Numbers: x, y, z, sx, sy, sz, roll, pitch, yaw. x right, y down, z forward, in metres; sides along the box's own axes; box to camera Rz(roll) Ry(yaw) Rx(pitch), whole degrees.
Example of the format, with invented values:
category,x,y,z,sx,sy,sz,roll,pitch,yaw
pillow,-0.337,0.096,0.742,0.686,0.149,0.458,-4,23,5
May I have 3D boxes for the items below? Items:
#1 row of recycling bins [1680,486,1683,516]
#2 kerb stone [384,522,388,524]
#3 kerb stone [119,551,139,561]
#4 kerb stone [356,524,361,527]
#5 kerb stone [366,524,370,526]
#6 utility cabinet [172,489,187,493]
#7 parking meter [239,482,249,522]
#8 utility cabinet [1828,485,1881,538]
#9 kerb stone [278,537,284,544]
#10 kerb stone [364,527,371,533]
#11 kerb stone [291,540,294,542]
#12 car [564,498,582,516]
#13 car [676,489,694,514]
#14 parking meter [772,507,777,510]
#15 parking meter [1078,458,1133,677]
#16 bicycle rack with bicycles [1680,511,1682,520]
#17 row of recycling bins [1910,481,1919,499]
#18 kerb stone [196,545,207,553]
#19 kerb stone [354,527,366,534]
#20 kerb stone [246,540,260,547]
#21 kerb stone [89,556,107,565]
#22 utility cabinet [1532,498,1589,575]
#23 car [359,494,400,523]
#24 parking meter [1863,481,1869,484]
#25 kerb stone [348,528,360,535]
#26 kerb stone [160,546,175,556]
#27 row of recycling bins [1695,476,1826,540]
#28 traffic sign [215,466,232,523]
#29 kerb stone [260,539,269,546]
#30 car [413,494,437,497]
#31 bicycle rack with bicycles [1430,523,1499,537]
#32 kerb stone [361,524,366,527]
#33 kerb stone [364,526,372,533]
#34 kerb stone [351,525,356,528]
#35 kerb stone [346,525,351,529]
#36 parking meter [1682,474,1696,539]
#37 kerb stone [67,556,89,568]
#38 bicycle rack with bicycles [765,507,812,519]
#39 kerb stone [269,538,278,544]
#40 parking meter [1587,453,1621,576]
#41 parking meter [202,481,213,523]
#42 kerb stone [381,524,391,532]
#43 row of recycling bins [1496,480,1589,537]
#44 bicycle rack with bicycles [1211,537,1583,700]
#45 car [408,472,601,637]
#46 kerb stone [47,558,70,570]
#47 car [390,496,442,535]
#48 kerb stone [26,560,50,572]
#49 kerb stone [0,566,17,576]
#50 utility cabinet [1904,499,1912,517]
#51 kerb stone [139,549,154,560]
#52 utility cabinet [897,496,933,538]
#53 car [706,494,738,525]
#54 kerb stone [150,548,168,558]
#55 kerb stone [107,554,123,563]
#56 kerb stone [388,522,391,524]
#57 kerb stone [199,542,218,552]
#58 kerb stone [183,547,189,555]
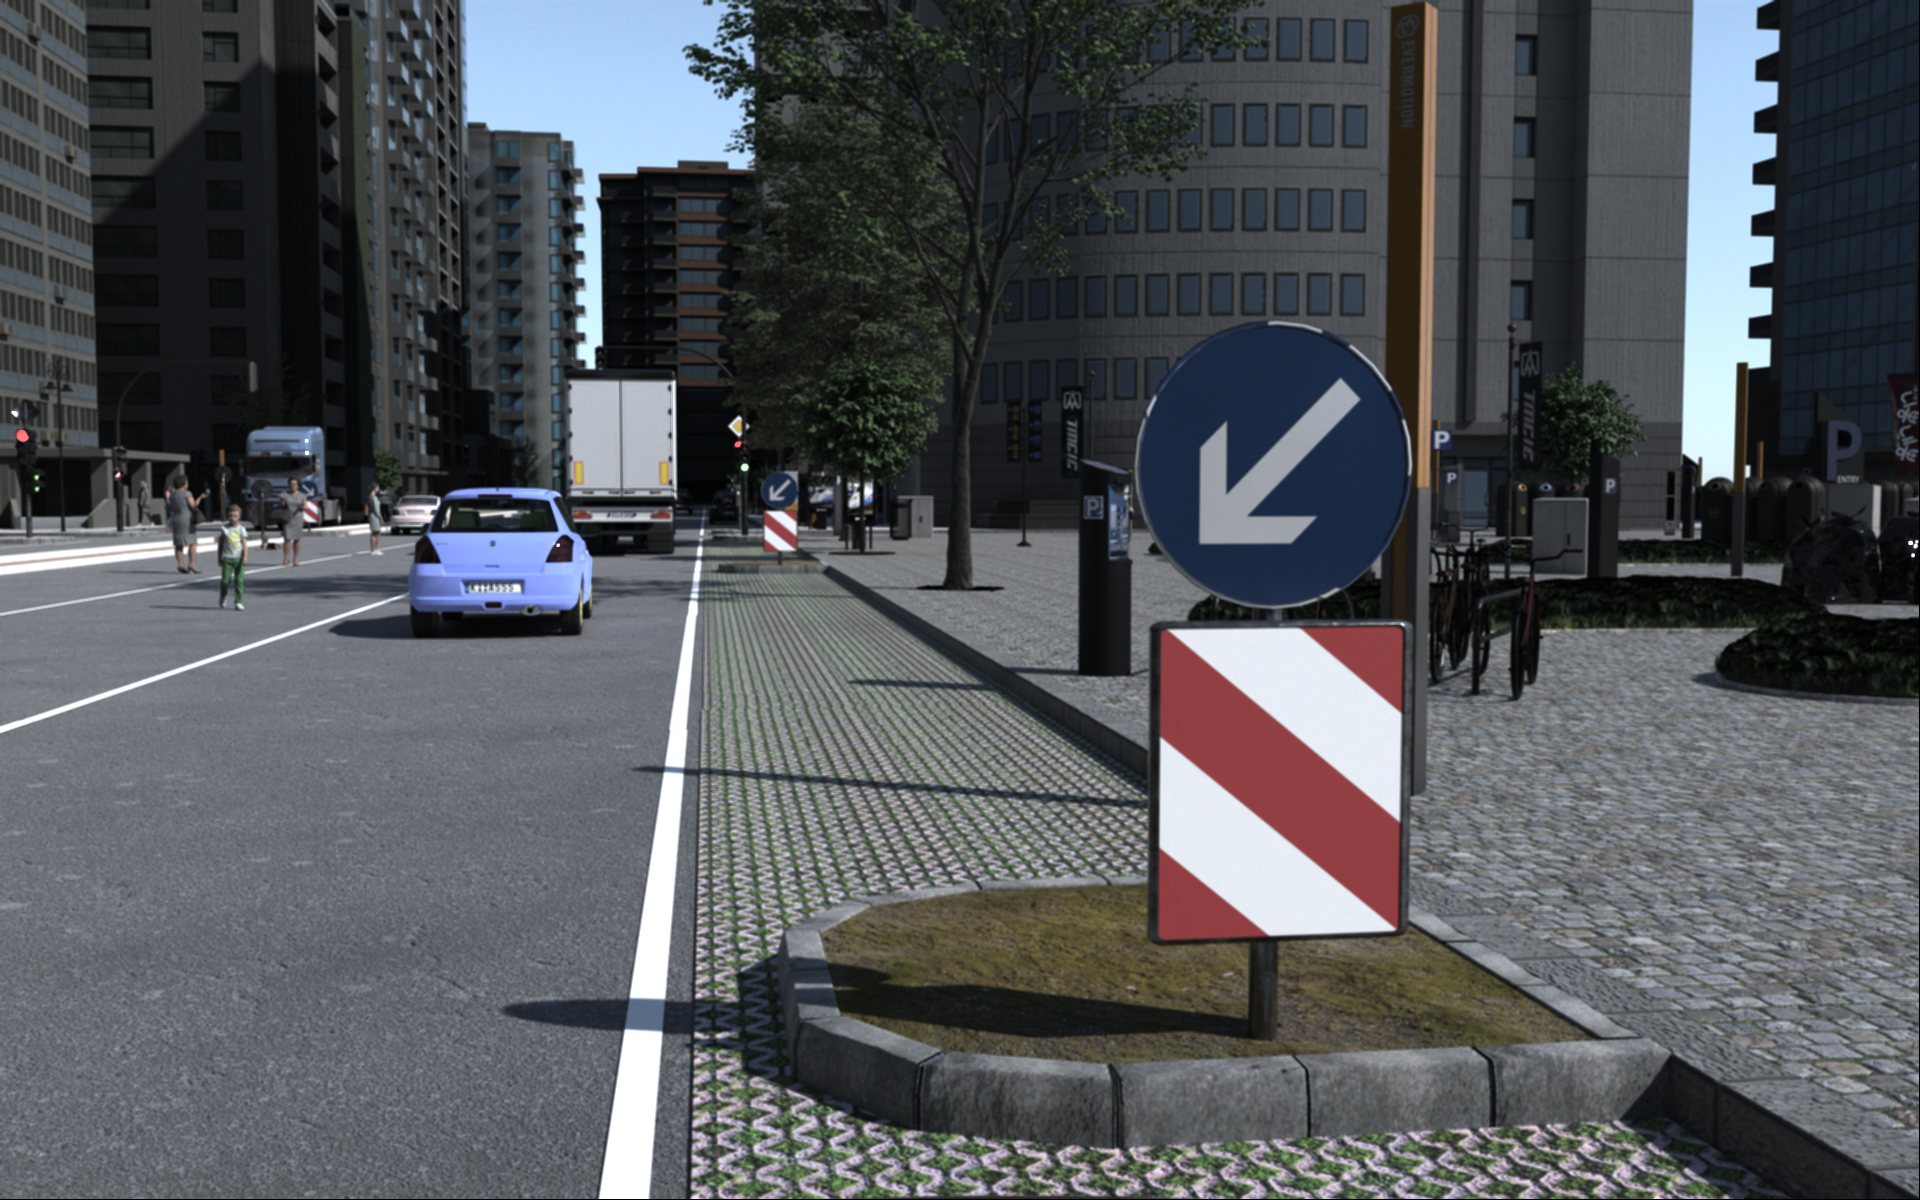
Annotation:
category,x,y,z,sx,sy,sz,roll,pitch,yaw
row of recycling bins,36.648,-4.821,85.942,3.534,1.692,1.069,-3,4,-37
kerb stone,-25.997,-3.411,77.966,0.120,0.150,1.000,-1,4,-8
kerb stone,-17.909,-0.916,37.172,0.120,0.150,1.000,-1,4,-8
kerb stone,-25.106,-3.033,71.871,0.120,0.150,1.000,-1,4,-8
kerb stone,-25.401,-3.162,73.900,0.120,0.150,1.000,-1,4,-8
utility cabinet,-31.953,-3.811,70.996,0.318,1.500,1.173,-1,4,-10
parking meter,-33.320,-4.581,80.606,0.399,1.863,0.255,-2,4,-23
utility cabinet,21.463,-2.011,41.563,0.318,1.500,1.173,-2,4,-26
kerb stone,-19.836,-1.712,50.366,0.120,0.150,1.000,-1,4,-8
kerb stone,-21.688,-2.498,63.033,0.120,0.150,1.000,-1,4,-8
kerb stone,-19.983,-1.785,51.380,0.120,0.150,1.000,-1,4,-8
car,-17.609,-4.191,80.529,2.014,1.417,4.499,0,4,-8
car,-20.077,-7.020,123.454,2.281,1.827,5.304,-1,4,-9
parking meter,-13.304,-7.066,123.935,0.372,1.533,0.369,0,3,0
parking meter,1.030,-0.238,12.295,0.372,1.533,0.369,0,3,0
bicycle rack with bicycles,31.068,-3.969,78.281,2.925,0.926,2.852,1,4,23
row of recycling bins,28.861,-2.813,53.098,3.534,1.692,1.069,-3,5,-42
kerb stone,-18.637,-1.226,42.242,0.120,0.150,1.000,-1,4,-8
kerb stone,-21.541,-2.436,62.021,0.120,0.150,1.000,-1,4,-8
kerb stone,-19.391,-1.537,47.320,0.120,0.150,1.000,-1,4,-8
kerb stone,-17.606,-0.787,35.142,0.120,0.150,1.000,-1,4,-8
utility cabinet,9.737,-1.026,27.943,0.306,1.237,1.020,-2,4,-35
car,-28.917,-4.682,86.781,2.015,1.641,3.980,0,4,-7
parking meter,37.800,-4.084,72.487,0.399,1.863,0.255,-2,4,-25
kerb stone,-21.393,-2.371,61.008,0.120,0.150,1.000,-1,4,-8
kerb stone,-18.347,-1.095,40.213,0.120,0.150,1.000,-1,4,-8
row of recycling bins,19.082,-2.085,41.201,1.069,1.692,3.534,-1,4,-19
traffic sign,-33.021,-4.743,77.649,0.768,2.556,0.104,0,4,-3
kerb stone,-19.540,-1.596,48.339,0.120,0.150,1.000,-1,4,-8
car,-31.069,-5.402,100.322,2.014,1.417,4.499,-1,4,-8
bicycle rack with bicycles,5.285,-0.489,21.372,2.852,0.926,2.925,1,4,13
kerb stone,-25.254,-3.100,72.883,0.120,0.150,1.000,-1,4,-8
kerb stone,-21.837,-2.560,64.044,0.120,0.150,1.000,-1,4,-8
kerb stone,-24.955,-2.976,70.850,0.120,0.150,1.000,-1,4,-8
kerb stone,-24.806,-2.914,69.835,0.120,0.150,1.000,-1,4,-8
parking meter,20.984,-2.701,49.870,0.255,1.863,0.399,3,4,38
kerb stone,-17.455,-0.729,34.131,0.120,0.150,1.000,-1,4,-8
bicycle rack with bicycles,-7.989,-4.469,86.446,2.925,0.926,2.852,1,4,22
kerb stone,-19.681,-1.661,49.356,0.120,0.150,1.000,-1,4,-8
parking meter,9.239,-1.170,24.848,0.399,1.863,0.255,-1,4,-23
parking meter,-33.859,-4.419,77.962,0.255,1.863,0.399,3,5,40
kerb stone,-22.280,-2.743,67.085,0.120,0.150,1.000,-1,4,-8
row of recycling bins,17.909,-2.758,52.210,3.534,1.692,1.069,0,4,-5
bicycle rack with bicycles,3.130,0.066,12.308,2.852,0.926,2.925,2,4,30
car,-4.890,-0.560,18.749,1.945,1.707,3.694,-1,4,-10
kerb stone,-17.306,-0.668,33.113,0.120,0.150,1.000,-1,4,-8
car,-19.117,-3.019,61.718,2.083,1.381,4.827,-1,4,-10
kerb stone,-17.162,-0.606,32.099,0.120,0.150,1.000,-1,4,-8
kerb stone,-17.010,-0.544,31.083,0.120,0.150,1.000,-1,4,-8
utility cabinet,15.072,-0.947,26.637,0.306,1.237,1.020,-2,4,-29
kerb stone,-18.050,-0.978,38.186,0.120,0.150,1.000,-1,4,-8
utility cabinet,-1.309,-2.415,50.639,1.020,1.237,0.306,0,4,4
car,-11.023,-4.420,82.056,2.009,1.686,4.222,-1,4,-9
kerb stone,-18.200,-1.033,39.197,0.120,0.150,1.000,-1,4,-8
kerb stone,-17.757,-0.849,36.158,0.120,0.150,1.000,-1,4,-8
kerb stone,-26.143,-3.468,78.980,0.120,0.150,1.000,-1,4,-8
kerb stone,-18.797,-1.288,43.254,0.120,0.150,1.000,-1,4,-8
kerb stone,-18.493,-1.164,41.224,0.120,0.150,1.000,-1,4,-8
